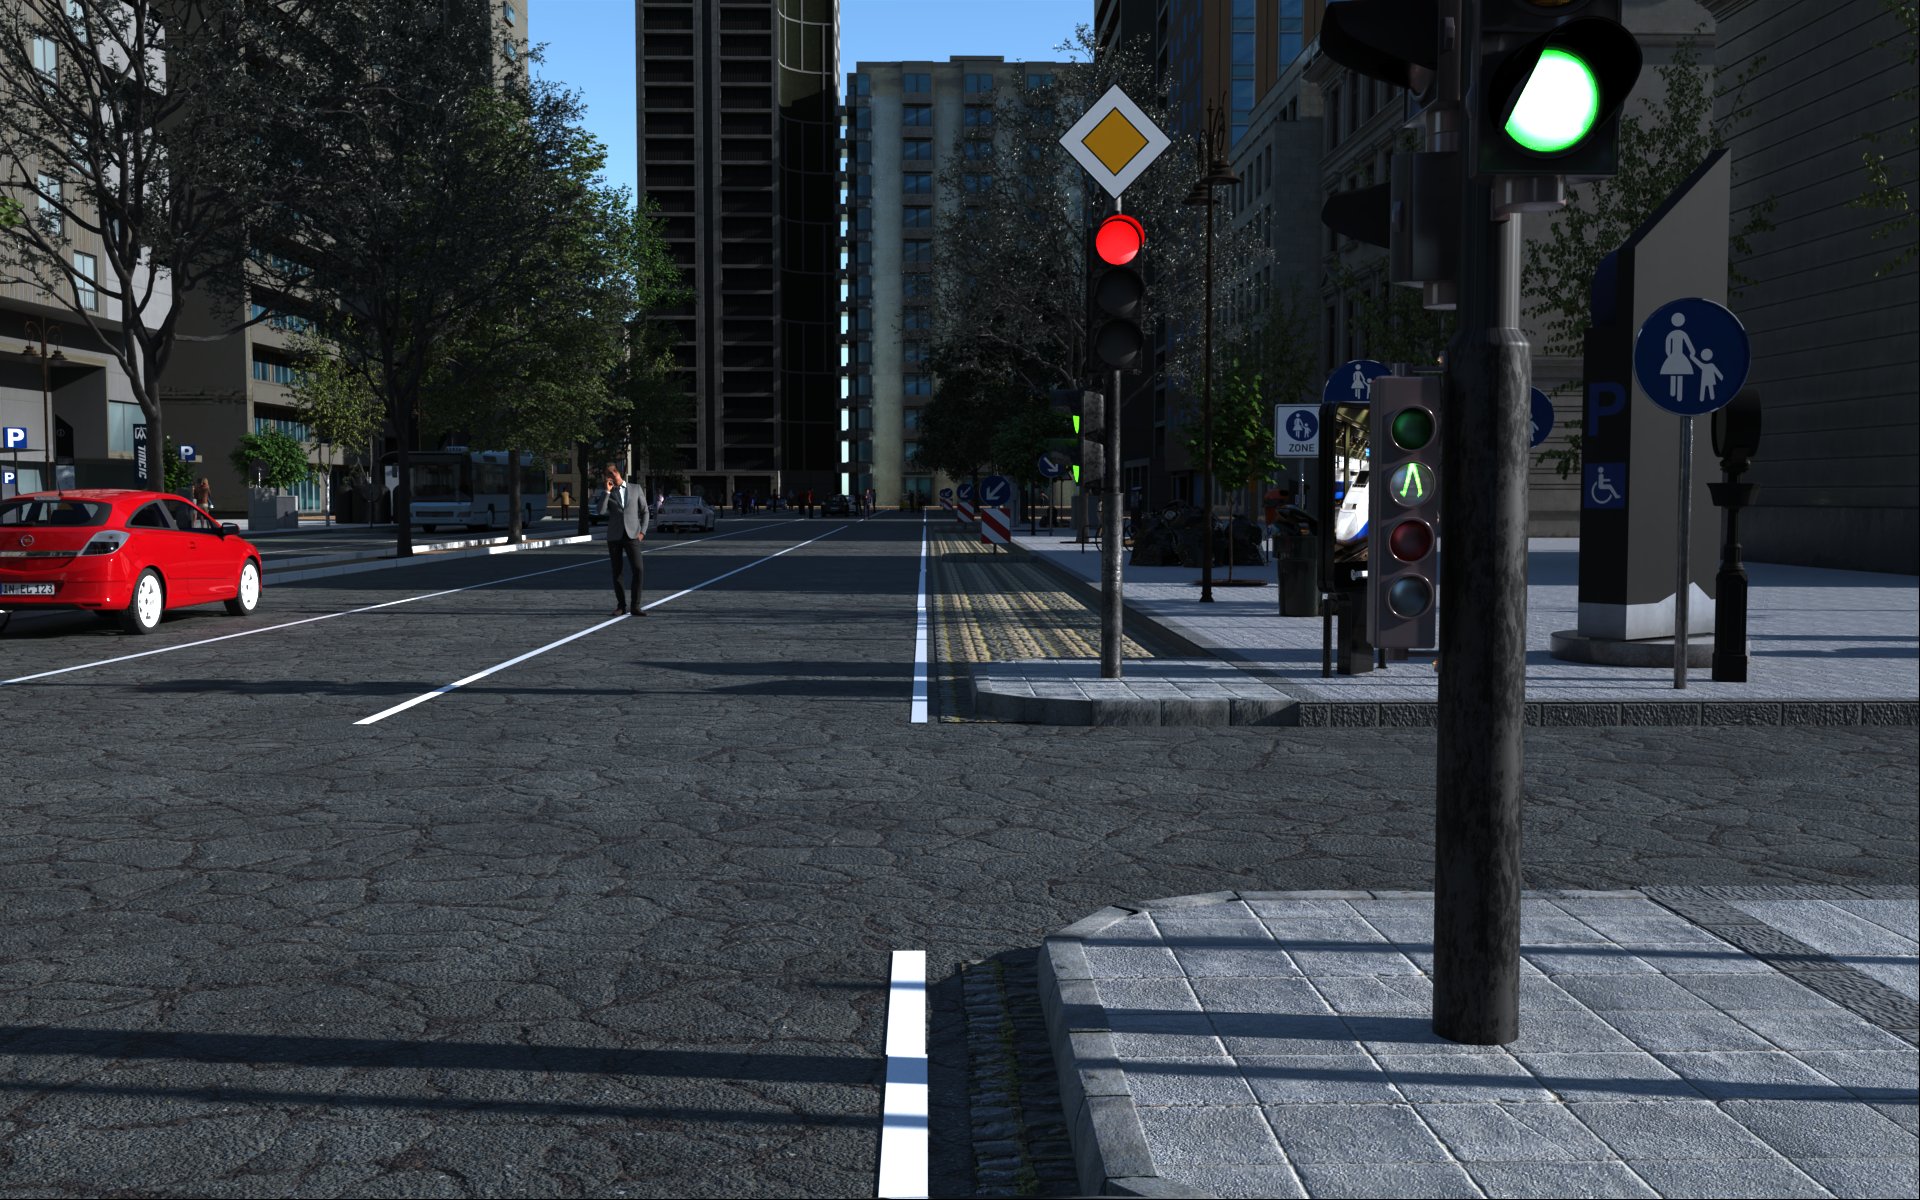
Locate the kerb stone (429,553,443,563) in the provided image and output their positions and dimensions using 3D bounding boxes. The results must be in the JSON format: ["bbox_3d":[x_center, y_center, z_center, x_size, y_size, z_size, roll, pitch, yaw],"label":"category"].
[{"bbox_3d":[-11.160,-0.877,36.538,0.120,0.150,1.000,0,4,-1],"label":"kerb stone"}]

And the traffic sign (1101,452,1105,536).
[{"bbox_3d":[4.275,-3.174,51.997,0.768,2.556,0.104,0,4,6],"label":"traffic sign"}]

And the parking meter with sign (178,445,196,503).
[{"bbox_3d":[-27.387,-3.971,61.179,0.543,3.016,1.738,-1,4,-17],"label":"parking meter with sign"}]

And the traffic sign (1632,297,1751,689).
[{"bbox_3d":[4.748,-0.687,11.341,0.768,2.556,0.104,0,4,0],"label":"traffic sign"}]

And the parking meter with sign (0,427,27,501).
[{"bbox_3d":[-25.280,-3.036,45.906,1.738,3.016,0.543,3,5,44],"label":"parking meter with sign"}]

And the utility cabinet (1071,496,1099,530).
[{"bbox_3d":[4.513,-3.144,62.561,1.020,1.237,0.306,-2,4,-28],"label":"utility cabinet"}]

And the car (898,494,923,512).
[{"bbox_3d":[-4.116,-8.138,143.272,2.015,1.641,3.980,0,4,1],"label":"car"}]

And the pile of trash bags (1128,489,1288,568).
[{"bbox_3d":[4.822,-1.331,31.517,3.447,1.369,1.912,-3,4,-38],"label":"pile of trash bags"}]

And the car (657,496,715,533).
[{"bbox_3d":[-10.402,-3.269,65.813,2.083,1.381,4.827,0,4,-3],"label":"car"}]

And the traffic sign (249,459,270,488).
[{"bbox_3d":[-25.326,-3.822,62.603,0.768,2.556,0.104,0,4,3],"label":"traffic sign"}]

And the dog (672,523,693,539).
[{"bbox_3d":[-8.758,-2.163,54.647,0.406,0.507,0.540,3,5,40],"label":"dog"}]

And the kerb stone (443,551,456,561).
[{"bbox_3d":[-11.182,-0.940,37.563,0.120,0.150,1.000,0,4,-1],"label":"kerb stone"}]

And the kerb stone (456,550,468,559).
[{"bbox_3d":[-11.208,-1.002,38.585,0.120,0.150,1.000,0,4,-1],"label":"kerb stone"}]

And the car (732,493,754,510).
[{"bbox_3d":[-20.274,-9.311,161.818,1.945,1.707,3.694,0,4,0],"label":"car"}]

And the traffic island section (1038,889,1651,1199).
[{"bbox_3d":[1.240,1.109,4.146,2.009,0.180,2.903,0,4,-1],"label":"traffic island section"}]

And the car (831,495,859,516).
[{"bbox_3d":[-7.722,-6.352,116.217,2.083,1.381,4.827,0,4,-2],"label":"car"}]

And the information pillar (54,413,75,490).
[{"bbox_3d":[-26.060,-3.612,50.416,0.504,3.616,0.183,-3,5,-40],"label":"information pillar"}]

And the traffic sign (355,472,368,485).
[{"bbox_3d":[-27.590,-4.754,79.855,0.606,2.300,0.079,0,4,5],"label":"traffic sign"}]

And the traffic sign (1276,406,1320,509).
[{"bbox_3d":[3.889,-1.079,19.767,0.606,2.300,0.079,0,4,7],"label":"traffic sign"}]

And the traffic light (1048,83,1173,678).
[{"bbox_3d":[1.043,-1.412,12.015,0.839,4.253,0.868,0,4,-1],"label":"traffic light"}]

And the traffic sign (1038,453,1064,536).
[{"bbox_3d":[2.756,-3.205,52.509,0.768,2.556,0.104,0,4,-1],"label":"traffic sign"}]

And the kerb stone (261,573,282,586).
[{"bbox_3d":[-10.982,-0.313,27.317,0.120,0.150,1.000,0,4,-1],"label":"kerb stone"}]

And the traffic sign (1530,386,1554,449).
[{"bbox_3d":[6.507,-1.229,20.202,0.768,2.556,0.104,0,4,6],"label":"traffic sign"}]

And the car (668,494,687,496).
[{"bbox_3d":[-20.268,-6.958,123.980,2.015,1.641,3.980,0,4,-1],"label":"car"}]

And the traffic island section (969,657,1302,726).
[{"bbox_3d":[1.083,0.621,12.130,2.009,0.180,2.903,0,4,-1],"label":"traffic island section"}]

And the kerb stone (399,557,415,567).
[{"bbox_3d":[-11.116,-0.752,34.489,0.120,0.150,1.000,0,4,-1],"label":"kerb stone"}]

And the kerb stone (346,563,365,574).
[{"bbox_3d":[-11.059,-0.563,31.408,0.120,0.150,1.000,0,4,-1],"label":"kerb stone"}]

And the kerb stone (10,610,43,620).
[{"bbox_3d":[-10.833,0.137,20.121,0.120,0.150,1.000,0,4,-1],"label":"kerb stone"}]

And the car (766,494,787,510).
[{"bbox_3d":[-16.921,-9.050,159.970,2.014,1.417,4.499,0,4,-2],"label":"car"}]

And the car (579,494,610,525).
[{"bbox_3d":[-16.390,-4.178,80.107,2.131,1.459,4.920,0,4,-2],"label":"car"}]

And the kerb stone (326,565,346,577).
[{"bbox_3d":[-11.042,-0.496,30.386,0.120,0.150,1.000,0,4,-1],"label":"kerb stone"}]

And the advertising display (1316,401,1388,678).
[{"bbox_3d":[2.840,-0.438,12.380,0.123,1.923,0.974,3,5,40],"label":"advertising display"}]

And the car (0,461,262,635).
[{"bbox_3d":[-9.209,-0.615,19.089,2.155,1.783,4.494,0,4,-2],"label":"car"}]

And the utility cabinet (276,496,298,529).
[{"bbox_3d":[-25.157,-3.253,64.342,1.020,1.237,0.306,0,4,-4],"label":"utility cabinet"}]

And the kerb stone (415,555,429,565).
[{"bbox_3d":[-11.141,-0.814,35.511,0.120,0.150,1.000,0,4,-1],"label":"kerb stone"}]

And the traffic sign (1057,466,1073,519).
[{"bbox_3d":[3.988,-4.161,68.035,0.884,2.594,0.081,0,4,8],"label":"traffic sign"}]

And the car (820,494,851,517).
[{"bbox_3d":[-7.821,-6.049,108.686,2.009,1.686,4.222,0,4,-3],"label":"car"}]

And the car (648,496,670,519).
[{"bbox_3d":[-16.864,-5.307,99.356,1.945,1.354,3.894,0,4,-1],"label":"car"}]

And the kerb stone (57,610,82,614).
[{"bbox_3d":[-10.858,0.064,21.152,0.120,0.150,1.000,0,4,-1],"label":"kerb stone"}]

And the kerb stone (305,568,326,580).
[{"bbox_3d":[-11.021,-0.437,29.363,0.120,0.150,1.000,0,4,-1],"label":"kerb stone"}]

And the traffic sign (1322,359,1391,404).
[{"bbox_3d":[3.805,-1.000,16.462,0.768,2.556,0.104,0,4,-1],"label":"traffic sign"}]

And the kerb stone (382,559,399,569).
[{"bbox_3d":[-11.107,-0.684,33.458,0.120,0.150,1.000,0,4,-1],"label":"kerb stone"}]

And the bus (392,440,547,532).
[{"bbox_3d":[-18.979,-4.472,67.976,2.948,3.499,13.247,0,4,-1],"label":"bus"}]

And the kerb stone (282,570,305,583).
[{"bbox_3d":[-11.002,-0.376,28.339,0.120,0.150,1.000,0,4,-1],"label":"kerb stone"}]

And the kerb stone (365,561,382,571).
[{"bbox_3d":[-11.083,-0.626,32.431,0.120,0.150,1.000,0,4,-1],"label":"kerb stone"}]

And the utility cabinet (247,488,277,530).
[{"bbox_3d":[-24.523,-3.191,60.856,0.318,1.500,1.173,1,4,16],"label":"utility cabinet"}]

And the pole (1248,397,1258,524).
[{"bbox_3d":[6.169,-2.607,36.463,0.158,3.312,0.155,0,3,0],"label":"pole"}]

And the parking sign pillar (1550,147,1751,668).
[{"bbox_3d":[5.350,-1.521,13.345,1.447,3.967,1.447,-3,4,-37],"label":"parking sign pillar"}]

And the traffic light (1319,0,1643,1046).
[{"bbox_3d":[-0.890,-1.785,3.849,4.771,5.953,1.251,0,4,-1],"label":"traffic light"}]
